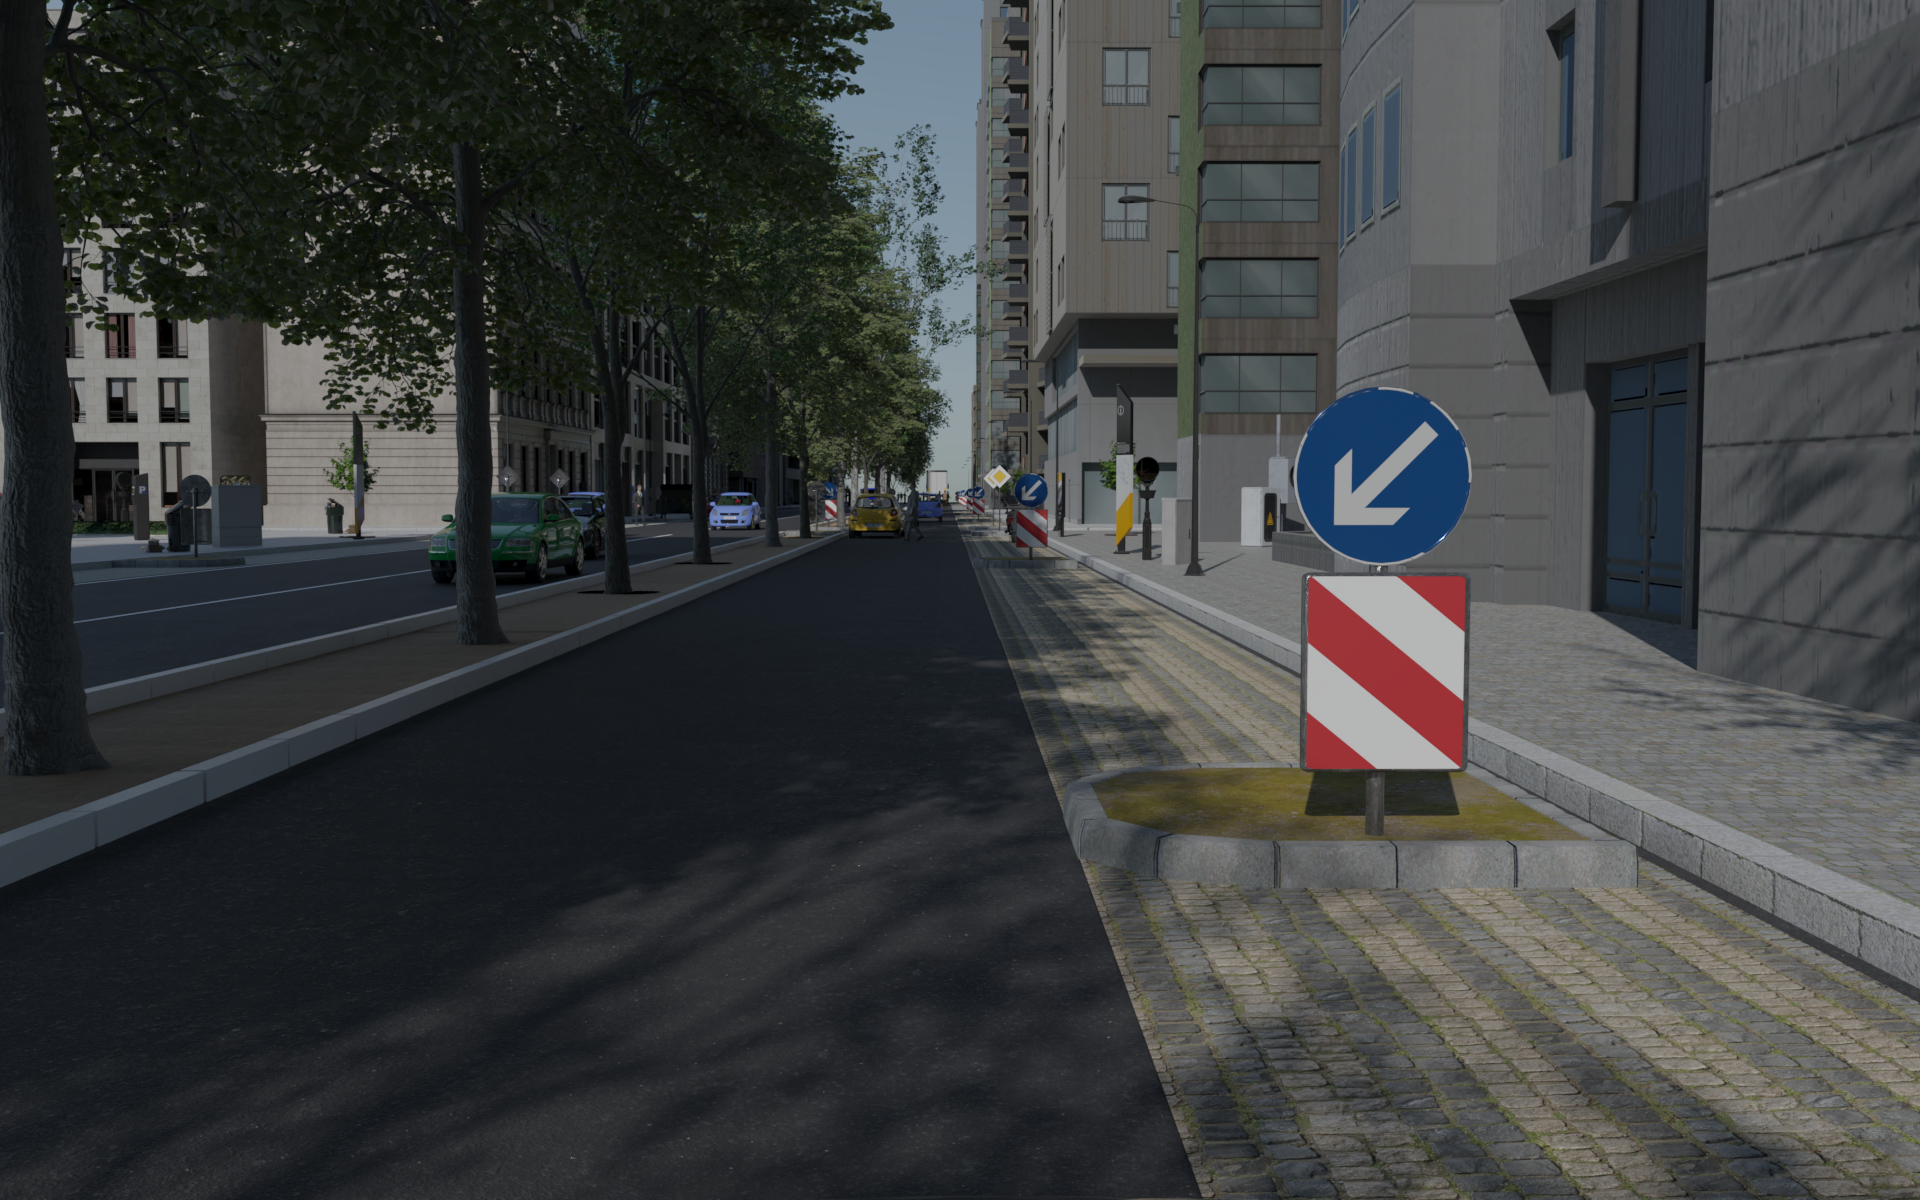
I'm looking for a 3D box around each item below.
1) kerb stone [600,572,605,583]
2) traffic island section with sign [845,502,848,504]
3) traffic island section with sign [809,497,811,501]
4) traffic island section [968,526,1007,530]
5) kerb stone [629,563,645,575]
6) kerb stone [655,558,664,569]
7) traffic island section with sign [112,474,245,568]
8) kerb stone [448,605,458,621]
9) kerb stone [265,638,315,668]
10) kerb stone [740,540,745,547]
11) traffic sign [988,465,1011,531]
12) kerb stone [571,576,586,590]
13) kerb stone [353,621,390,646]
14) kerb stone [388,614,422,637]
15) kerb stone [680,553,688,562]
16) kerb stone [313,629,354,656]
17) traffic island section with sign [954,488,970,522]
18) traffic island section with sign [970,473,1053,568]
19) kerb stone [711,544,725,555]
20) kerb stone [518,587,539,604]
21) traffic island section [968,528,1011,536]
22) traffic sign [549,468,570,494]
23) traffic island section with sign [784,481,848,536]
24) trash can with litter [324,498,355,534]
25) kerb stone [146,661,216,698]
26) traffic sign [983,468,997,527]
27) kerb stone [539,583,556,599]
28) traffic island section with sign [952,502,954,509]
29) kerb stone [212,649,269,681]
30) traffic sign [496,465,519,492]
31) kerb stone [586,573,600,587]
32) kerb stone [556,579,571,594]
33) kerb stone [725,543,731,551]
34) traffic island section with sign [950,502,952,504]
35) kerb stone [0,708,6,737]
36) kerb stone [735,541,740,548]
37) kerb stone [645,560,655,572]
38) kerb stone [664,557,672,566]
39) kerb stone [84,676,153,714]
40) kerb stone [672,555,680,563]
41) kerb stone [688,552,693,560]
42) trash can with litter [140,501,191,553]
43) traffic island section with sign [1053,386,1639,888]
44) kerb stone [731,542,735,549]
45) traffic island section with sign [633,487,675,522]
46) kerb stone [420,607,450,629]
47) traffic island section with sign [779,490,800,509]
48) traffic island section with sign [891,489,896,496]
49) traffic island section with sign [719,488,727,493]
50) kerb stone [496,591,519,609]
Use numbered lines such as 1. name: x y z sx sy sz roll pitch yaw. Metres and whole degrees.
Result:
1. kerb stone: -5.817 -0.354 27.983 0.120 0.150 1.000 0 4 0
2. traffic island section with sign: -17.236 -16.410 276.937 1.989 1.847 2.006 0 4 0
3. traffic island section with sign: -16.623 -11.382 194.726 1.989 1.847 2.006 0 4 0
4. traffic island section: 1.330 -2.786 67.835 2.009 0.180 2.903 0 4 0
5. kerb stone: -5.841 -0.538 31.062 0.120 0.150 1.000 0 4 0
6. kerb stone: -5.853 -0.667 33.106 0.120 0.150 1.000 0 4 0
7. traffic island section with sign: -15.407 -1.578 34.422 1.989 1.847 2.006 0 4 0
8. kerb stone: -5.754 0.149 19.780 0.120 0.150 1.000 0 4 0
9. kerb stone: -5.713 0.463 14.632 0.120 0.150 1.000 0 4 0
10. kerb stone: -5.953 -1.480 46.429 0.120 0.150 1.000 0 4 0
11. traffic sign: 1.367 -3.433 59.773 0.795 2.450 0.064 0 4 0
12. kerb stone: -5.805 -0.229 25.933 0.120 0.150 1.000 0 4 0
13. kerb stone: -5.736 0.340 16.677 0.120 0.150 1.000 0 4 0
14. kerb stone: -5.734 0.275 17.705 0.120 0.150 1.000 0 4 0
15. kerb stone: -5.874 -0.855 36.175 0.120 0.150 1.000 0 4 0
16. kerb stone: -5.729 0.402 15.654 0.120 0.150 1.000 0 4 0
17. traffic island section with sign: 0.837 -4.941 89.406 1.989 1.847 2.006 0 4 0
18. traffic island section with sign: 1.261 -1.561 34.152 1.989 1.847 2.006 0 4 0
19. kerb stone: -5.929 -1.231 42.324 0.120 0.150 1.000 0 4 0
20. kerb stone: -5.776 -0.041 22.865 0.120 0.150 1.000 0 4 0
21. traffic island section: 1.390 -2.298 59.850 2.009 0.180 2.903 0 4 0
22. traffic sign: -15.637 -3.915 67.652 0.795 2.450 0.064 0 4 0
23. traffic island section with sign: -5.021 -3.175 60.041 2.006 1.907 1.989 0 4 0
24. trash can with litter: -19.924 -2.721 55.877 1.055 1.170 0.624 -2 4 -29
25. kerb stone: -5.699 0.588 12.582 0.120 0.150 1.000 0 4 0
26. traffic sign: 1.307 -3.921 67.758 0.795 2.450 0.064 0 4 0
27. kerb stone: -5.783 -0.104 23.888 0.120 0.150 1.000 0 4 0
28. traffic island section with sign: 0.629 -6.646 117.287 1.989 1.847 2.006 0 4 0
29. kerb stone: -5.707 0.525 13.610 0.120 0.150 1.000 0 4 0
30. traffic sign: -15.577 -3.427 59.667 0.795 2.450 0.064 0 4 0
31. kerb stone: -5.805 -0.291 26.955 0.120 0.150 1.000 0 4 0
32. kerb stone: -5.798 -0.166 24.911 0.120 0.150 1.000 0 4 0
33. kerb stone: -5.928 -1.286 43.349 0.120 0.150 1.000 0 4 0
34. traffic island section with sign: 0.251 -9.726 167.643 1.989 1.847 2.006 0 4 0
35. kerb stone: -5.681 0.716 10.525 0.120 0.150 1.000 0 4 0
36. kerb stone: -5.945 -1.417 45.407 0.120 0.150 1.000 0 4 0
37. kerb stone: -5.840 -0.605 32.084 0.120 0.150 1.000 0 4 0
38. kerb stone: -5.868 -0.730 34.128 0.120 0.150 1.000 0 4 0
39. kerb stone: -5.693 0.651 11.558 0.120 0.150 1.000 0 4 0
40. kerb stone: -5.865 -0.789 35.151 0.120 0.150 1.000 0 4 0
41. kerb stone: -5.882 -0.918 37.197 0.120 0.150 1.000 0 4 0
42. trash can with litter: -17.441 -1.636 38.141 1.055 1.170 0.624 -3 4 -39
43. traffic island section with sign: 1.455 0.088 7.197 1.989 1.847 2.006 0 4 0
44. kerb stone: -5.941 -1.356 44.371 0.120 0.150 1.000 0 4 0
45. traffic island section with sign: -15.835 -4.966 89.826 1.989 1.847 2.006 0 4 0
46. kerb stone: -5.751 0.215 18.741 0.120 0.150 1.000 0 4 0
47. traffic island section with sign: -16.409 -9.699 167.214 1.989 1.847 2.006 0 4 0
48. traffic island section with sign: -5.638 -8.223 142.585 2.006 1.907 1.989 0 4 0
49. traffic island section with sign: -16.035 -6.615 116.780 1.989 1.847 2.006 0 4 0
50. kerb stone: -5.773 0.022 21.839 0.120 0.150 1.000 0 4 0
